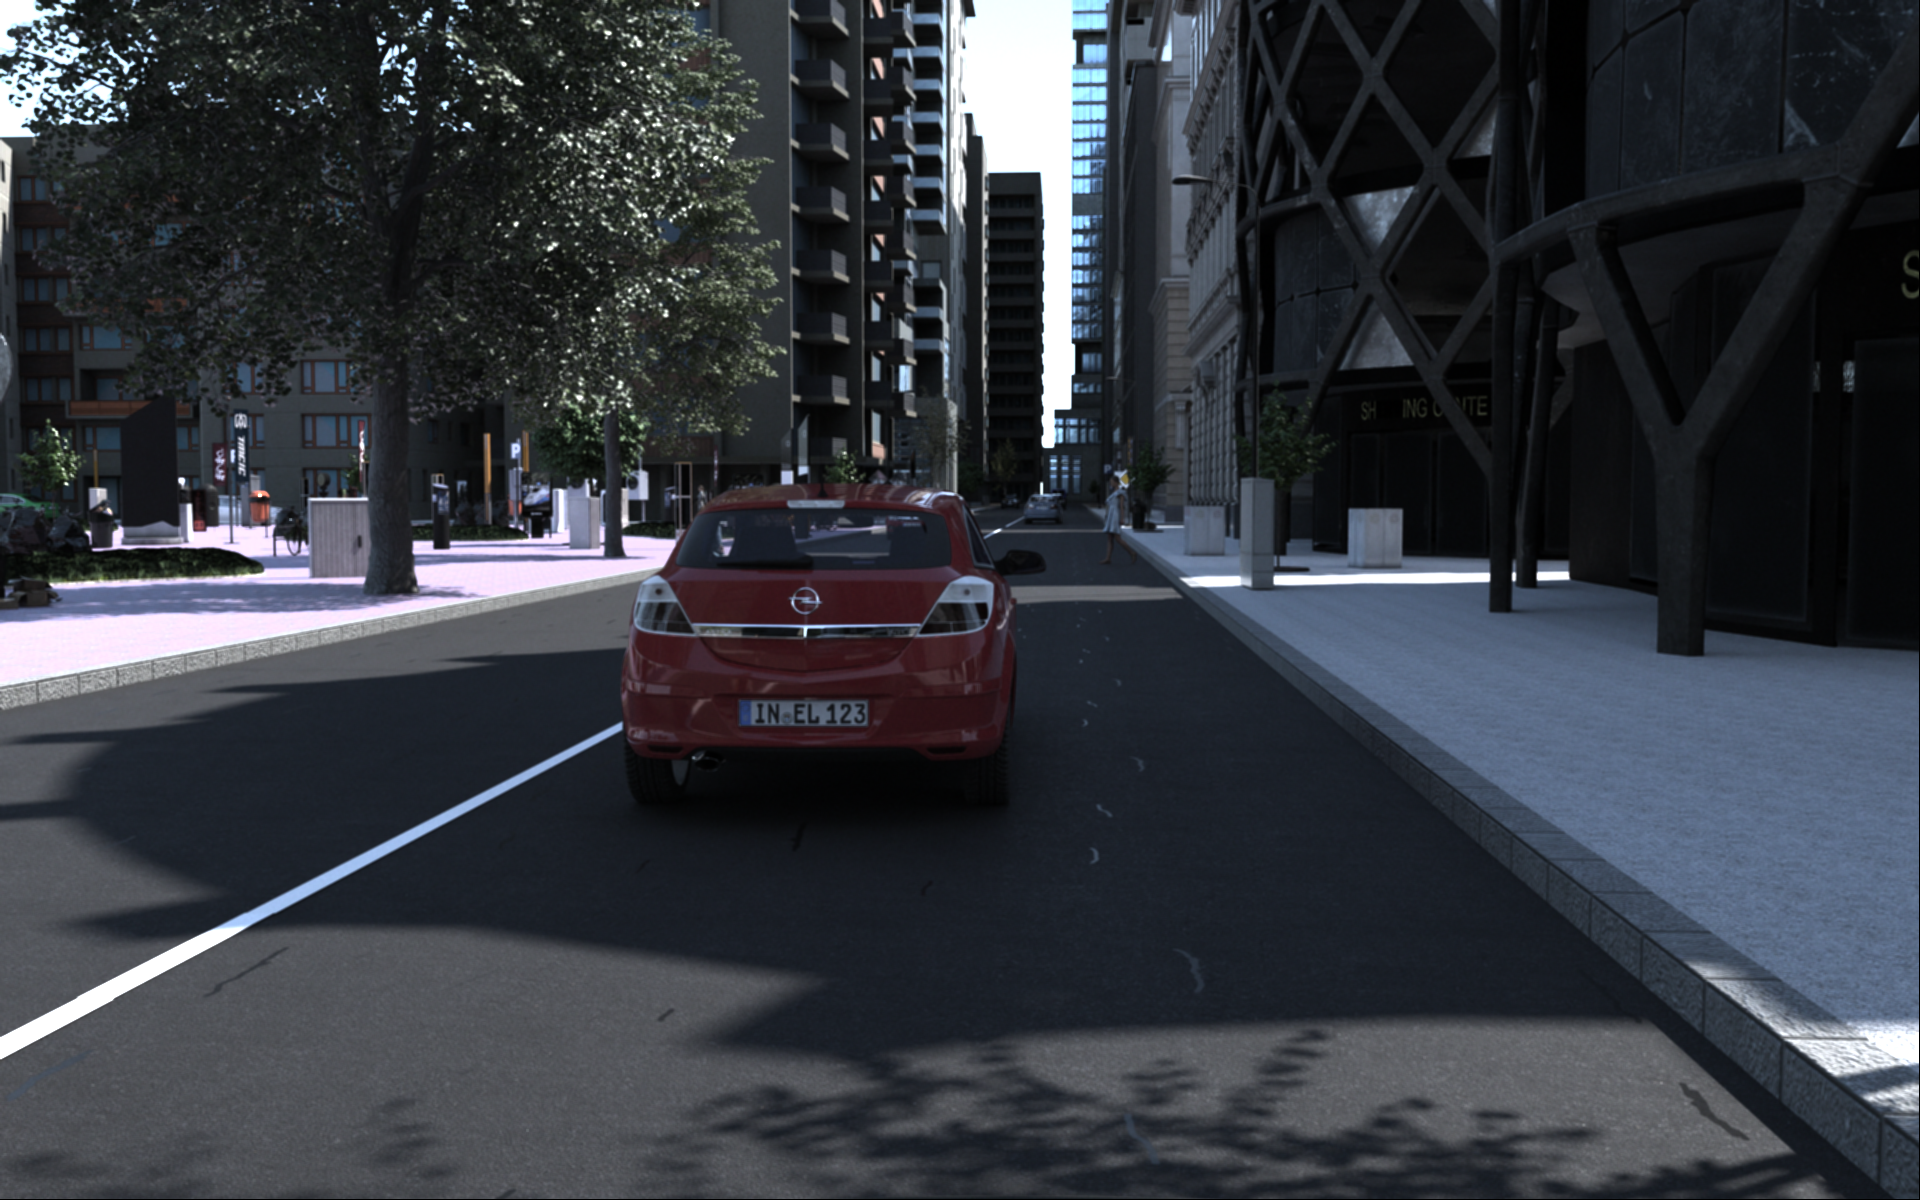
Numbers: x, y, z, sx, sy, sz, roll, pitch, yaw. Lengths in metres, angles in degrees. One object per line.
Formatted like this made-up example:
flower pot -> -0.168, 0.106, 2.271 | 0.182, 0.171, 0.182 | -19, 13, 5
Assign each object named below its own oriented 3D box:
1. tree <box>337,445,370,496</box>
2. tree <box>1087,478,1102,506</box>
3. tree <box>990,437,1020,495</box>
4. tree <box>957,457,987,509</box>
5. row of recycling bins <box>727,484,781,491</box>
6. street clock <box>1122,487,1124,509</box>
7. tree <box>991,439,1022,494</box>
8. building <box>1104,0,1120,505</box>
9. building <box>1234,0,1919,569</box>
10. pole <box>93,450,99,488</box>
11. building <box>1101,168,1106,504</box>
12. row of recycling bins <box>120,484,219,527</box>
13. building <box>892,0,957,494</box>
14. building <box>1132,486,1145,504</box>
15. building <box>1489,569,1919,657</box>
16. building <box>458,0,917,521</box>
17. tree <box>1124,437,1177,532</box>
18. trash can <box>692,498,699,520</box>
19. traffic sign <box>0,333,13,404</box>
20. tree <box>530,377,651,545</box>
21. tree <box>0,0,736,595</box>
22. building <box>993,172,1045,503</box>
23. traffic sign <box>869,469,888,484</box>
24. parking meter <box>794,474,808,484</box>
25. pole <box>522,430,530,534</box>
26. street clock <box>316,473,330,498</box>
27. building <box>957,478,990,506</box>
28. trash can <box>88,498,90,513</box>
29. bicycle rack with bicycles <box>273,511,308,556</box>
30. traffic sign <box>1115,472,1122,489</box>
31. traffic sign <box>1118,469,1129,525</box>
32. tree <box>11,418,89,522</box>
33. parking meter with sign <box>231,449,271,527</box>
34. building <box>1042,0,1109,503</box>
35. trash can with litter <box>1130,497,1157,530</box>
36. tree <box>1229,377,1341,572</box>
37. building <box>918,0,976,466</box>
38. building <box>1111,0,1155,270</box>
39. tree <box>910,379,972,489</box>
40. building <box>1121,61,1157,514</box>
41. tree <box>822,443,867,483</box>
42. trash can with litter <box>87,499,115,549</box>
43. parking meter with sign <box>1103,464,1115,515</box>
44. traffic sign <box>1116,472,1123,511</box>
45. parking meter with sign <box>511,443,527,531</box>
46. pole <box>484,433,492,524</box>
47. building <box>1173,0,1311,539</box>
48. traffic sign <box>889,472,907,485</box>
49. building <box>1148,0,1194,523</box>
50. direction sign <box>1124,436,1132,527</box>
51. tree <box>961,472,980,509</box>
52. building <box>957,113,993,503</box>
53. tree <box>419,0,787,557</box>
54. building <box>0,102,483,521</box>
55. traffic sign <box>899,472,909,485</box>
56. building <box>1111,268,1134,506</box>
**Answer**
tree -> -23.452, -4.513, 68.389 | 1.663, 3.219, 1.824 | 0, 3, 0
tree -> 14.867, -12.152, 193.278 | 1.663, 3.219, 1.824 | 0, 3, 0
tree -> 5.674, -16.513, 220.346 | 4.737, 8.622, 4.395 | 0, 3, 0
tree -> 0.706, -10.263, 151.506 | 4.285, 4.588, 4.351 | 0, 3, 0
row of recycling bins -> -7.516, -3.695, 67.529 | 3.534, 1.692, 1.069 | -3, 5, -45
street clock -> 7.452, -4.604, 79.845 | 0.358, 2.002, 0.471 | -1, 4, -15
tree -> 6.204, -16.914, 226.903 | 4.360, 8.622, 3.978 | 0, 3, 0
building -> 27.041, -40.040, 196.652 | 21.231, 58.520, 28.212 | 0, 4, 4
building -> 14.683, -10.503, 39.171 | 16.820, 18.784, 16.811 | 0, 4, 4
pole -> -39.645, -5.240, 79.515 | 0.158, 3.312, 0.155 | 0, 3, 0
building -> 24.937, -32.757, 219.166 | 14.154, 41.232, 14.086 | 0, 4, 4
row of recycling bins -> -30.899, -3.708, 67.736 | 3.534, 1.692, 1.069 | -1, 4, -19
building -> -11.032, -49.934, 129.096 | 22.319, 86.520, 31.000 | 0, 4, 4
building -> 17.414, -15.867, 124.059 | 10.561, 19.102, 19.286 | 0, 4, 4
building -> 13.782, -9.136, 16.820 | 16.820, 18.784, 16.811 | 0, 4, 4
building -> -14.020, -26.789, 92.620 | 22.147, 44.769, 28.867 | 0, 4, 4
tree -> 6.251, -3.910, 58.524 | 1.663, 3.219, 1.824 | 0, 3, 0
trash can -> -10.532, -3.425, 67.656 | 0.748, 1.137, 0.748 | 0, 3, 0
traffic sign -> -7.018, -0.738, 12.177 | 0.768, 2.556, 0.104 | 0, 4, 7
tree -> -9.392, -3.677, 43.837 | 4.285, 4.588, 4.351 | 0, 3, 0
tree -> -7.303, -7.062, 22.123 | 9.857, 13.997, 8.962 | 0, 3, 0
building -> 1.185, -38.168, 247.748 | 21.600, 48.544, 21.300 | 0, 4, 4
traffic sign -> -3.294, -4.050, 69.864 | 0.795, 2.450, 0.064 | 0, 4, 4
parking meter -> -4.546, -2.671, 49.387 | 0.399, 1.863, 0.255 | 0, 4, 8
pole -> -13.855, -3.757, 55.273 | 0.158, 3.312, 0.155 | 0, 3, 0
street clock -> -21.545, -3.308, 58.649 | 0.471, 2.002, 0.358 | 2, 4, 32
building -> -13.071, -30.653, 193.061 | 32.217, 40.220, 23.993 | 0, 4, 4
trash can -> -34.884, -3.571, 70.032 | 0.748, 1.137, 0.748 | 0, 3, 0
bicycle rack with bicycles -> -13.221, -1.434, 36.833 | 2.852, 0.926, 2.925 | 0, 4, -4
traffic sign -> 7.271, -4.656, 78.251 | 0.606, 2.300, 0.079 | 0, 4, 4
traffic sign -> 6.629, -4.011, 69.222 | 0.795, 2.450, 0.064 | 0, 4, 4
tree -> -23.266, -3.028, 44.113 | 1.663, 3.219, 1.824 | 0, 3, 0
parking meter with sign -> -27.789, -4.382, 67.900 | 0.543, 3.016, 1.738 | 1, 4, 18
building -> 27.465, -57.050, 245.441 | 31.000, 86.520, 22.319 | 0, 4, 4
trash can with litter -> 6.630, -3.111, 62.258 | 0.624, 1.170, 1.055 | -3, 5, -45
tree -> 5.235, -2.104, 29.000 | 1.663, 3.219, 1.824 | 0, 3, 0
building -> -13.396, -35.327, 166.838 | 28.713, 52.752, 27.495 | 0, 4, 4
building -> 29.288, -35.449, 168.831 | 28.713, 52.752, 27.495 | 0, 4, 4
tree -> -1.358, -9.837, 111.204 | 4.360, 8.622, 3.978 | 0, 3, 0
building -> 17.022, -18.878, 102.166 | 14.314, 27.812, 24.014 | 0, 4, 4
tree -> -4.222, -4.293, 64.789 | 1.663, 3.219, 1.824 | 0, 3, 0
trash can with litter -> -20.518, -1.801, 40.838 | 1.055, 1.170, 0.624 | -1, 4, -17
parking meter with sign -> 8.758, -6.389, 100.724 | 0.543, 3.016, 1.738 | 0, 4, -8
traffic sign -> 7.129, -4.498, 77.192 | 0.795, 2.450, 0.064 | 0, 4, 4
parking meter with sign -> -14.582, -3.874, 59.606 | 0.543, 3.016, 1.738 | 2, 4, 35
pole -> -15.919, -3.946, 58.365 | 0.158, 3.312, 0.155 | 0, 3, 0
building -> 13.151, -13.983, 57.502 | 11.050, 23.489, 19.941 | 0, 4, 4
traffic sign -> -2.794, -4.538, 77.833 | 0.795, 2.450, 0.064 | 0, 4, 4
building -> 19.304, -18.152, 82.682 | 20.117, 28.700, 13.634 | 0, 4, 4
direction sign -> 6.647, -4.644, 67.933 | 0.379, 3.537, 0.876 | 1, 4, 15
tree -> 1.000, -9.413, 148.496 | 1.663, 3.219, 1.824 | 0, 3, 0
building -> -7.449, -36.329, 217.680 | 21.600, 48.544, 21.300 | 0, 4, 4
tree -> -7.510, -7.152, 35.065 | 7.486, 12.596, 7.792 | 0, 3, 0
building -> -40.170, -15.252, 94.407 | 28.899, 21.520, 27.650 | 0, 4, 4
traffic sign -> -2.680, -4.863, 81.634 | 0.606, 2.300, 0.079 | 1, 4, 10
building -> 17.525, -17.959, 142.772 | 9.793, 20.994, 18.267 | 0, 4, 4
